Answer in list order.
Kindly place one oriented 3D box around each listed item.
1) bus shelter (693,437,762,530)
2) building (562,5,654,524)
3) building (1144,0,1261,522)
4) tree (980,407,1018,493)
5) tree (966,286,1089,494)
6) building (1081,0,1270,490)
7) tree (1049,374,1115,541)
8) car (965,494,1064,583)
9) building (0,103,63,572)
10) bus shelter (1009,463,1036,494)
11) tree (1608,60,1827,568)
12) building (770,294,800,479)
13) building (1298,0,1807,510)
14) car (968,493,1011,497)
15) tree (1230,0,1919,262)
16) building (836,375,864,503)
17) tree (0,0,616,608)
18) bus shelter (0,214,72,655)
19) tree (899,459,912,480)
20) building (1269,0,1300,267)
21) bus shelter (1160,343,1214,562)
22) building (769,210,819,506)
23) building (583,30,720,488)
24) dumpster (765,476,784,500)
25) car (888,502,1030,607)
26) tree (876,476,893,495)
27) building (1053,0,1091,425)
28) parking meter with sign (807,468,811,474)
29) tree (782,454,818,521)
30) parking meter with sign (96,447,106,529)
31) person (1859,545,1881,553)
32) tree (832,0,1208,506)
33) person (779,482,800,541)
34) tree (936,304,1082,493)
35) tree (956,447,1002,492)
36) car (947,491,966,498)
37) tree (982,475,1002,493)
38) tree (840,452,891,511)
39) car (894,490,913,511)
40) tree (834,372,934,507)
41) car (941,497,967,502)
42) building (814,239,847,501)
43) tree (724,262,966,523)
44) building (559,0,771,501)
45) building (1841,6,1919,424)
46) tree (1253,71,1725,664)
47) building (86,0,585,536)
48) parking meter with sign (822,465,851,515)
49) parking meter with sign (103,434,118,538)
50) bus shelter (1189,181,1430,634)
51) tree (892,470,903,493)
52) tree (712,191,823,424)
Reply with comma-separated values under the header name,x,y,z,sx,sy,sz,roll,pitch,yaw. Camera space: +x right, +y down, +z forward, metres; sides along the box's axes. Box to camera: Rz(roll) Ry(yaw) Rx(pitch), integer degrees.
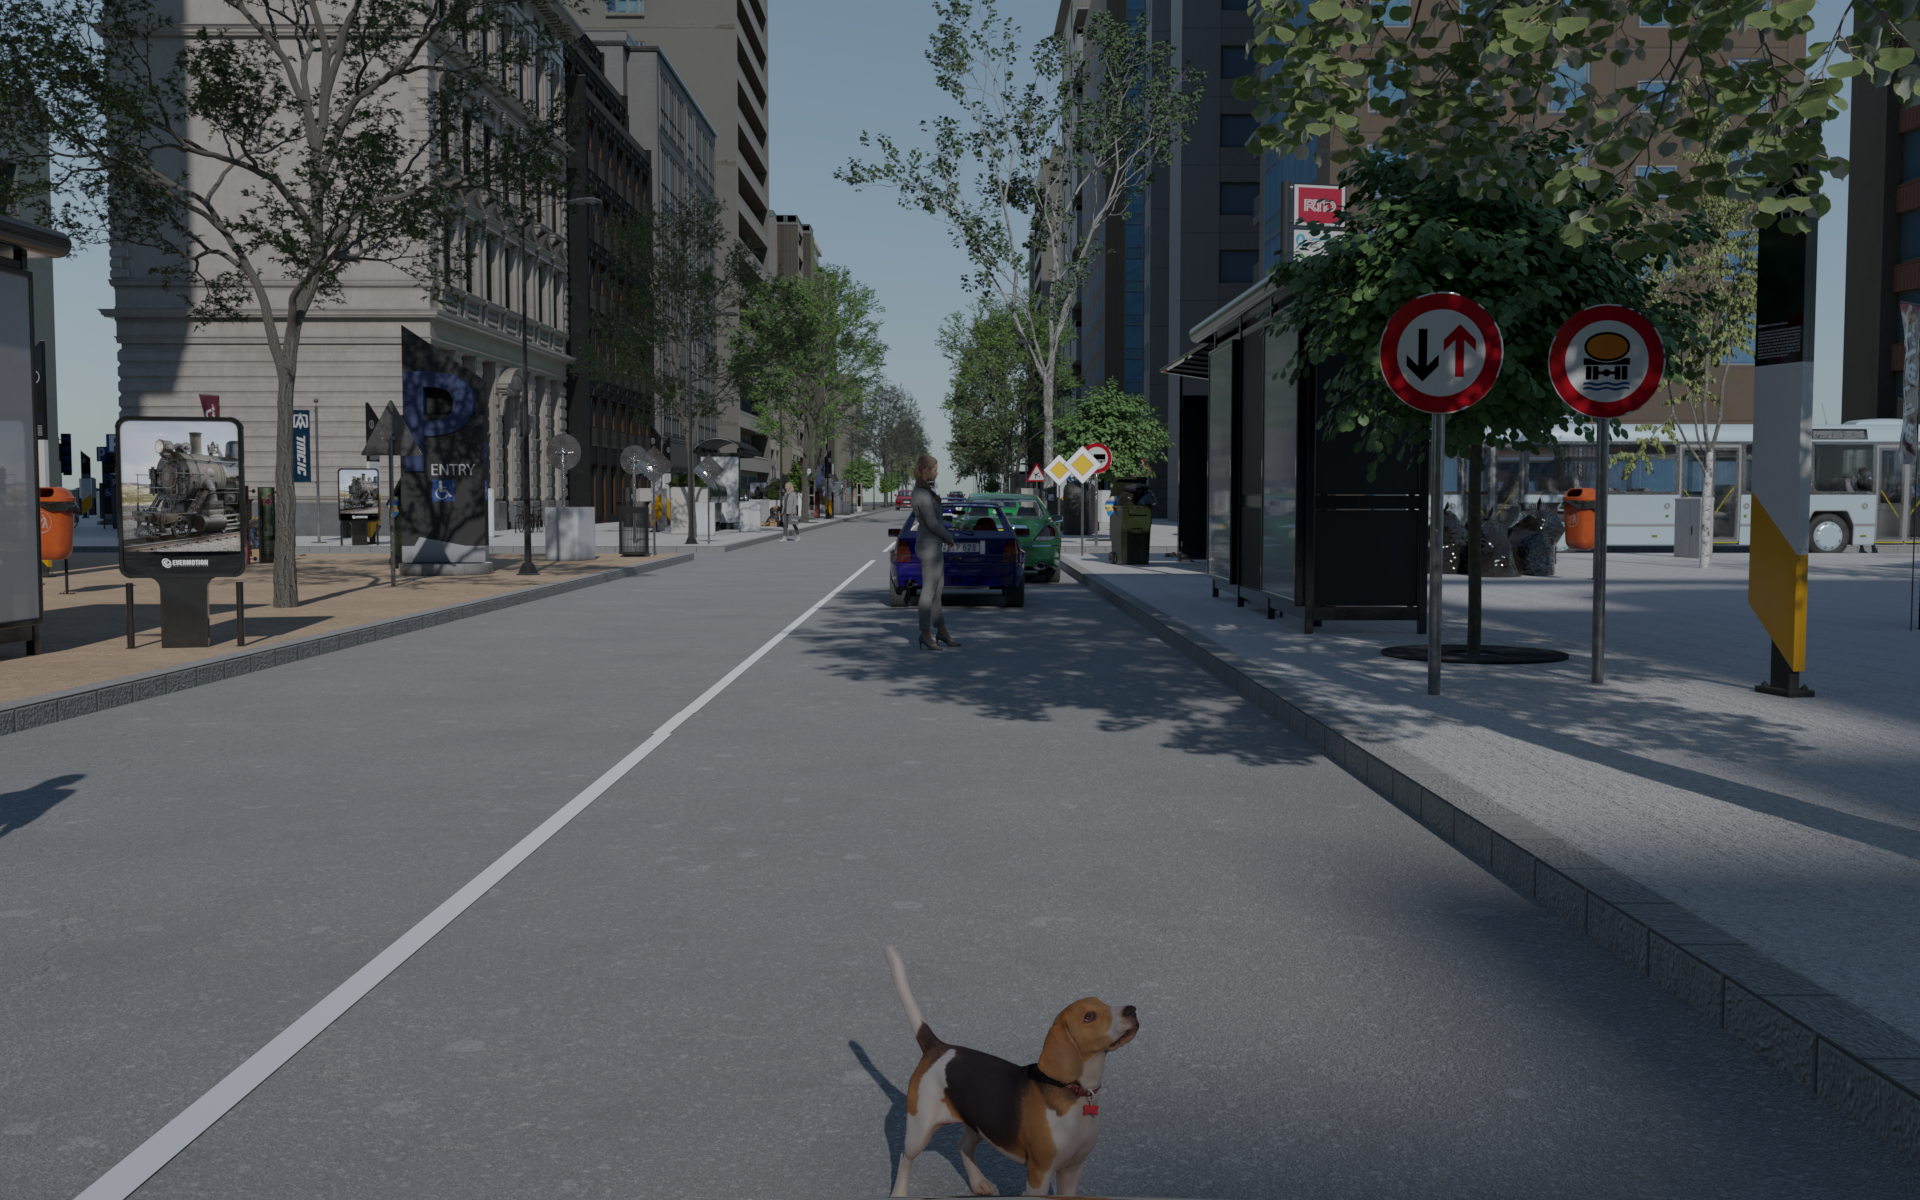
name,x,y,z,sx,sy,sz,roll,pitch,yaw
bus shelter,-8.698,-4.335,64.803,2.014,3.302,5.546,0,4,0
building,-21.675,-15.296,79.765,12.332,23.373,15.834,0,4,0
building,20.322,-33.553,90.590,21.231,58.520,28.212,0,4,0
tree,2.982,-11.300,135.114,4.360,8.622,3.978,0,3,0
tree,2.765,-9.920,87.944,9.928,11.665,9.643,0,3,0
building,18.072,-30.644,151.132,14.600,45.320,14.200,0,4,0
tree,4.227,-3.906,47.570,4.285,4.588,4.351,0,3,0
car,0.727,-1.078,29.429,2.131,1.459,4.920,0,4,0
building,-30.398,-42.955,14.993,31.000,86.520,22.319,0,4,0
bus shelter,4.159,-7.375,114.501,2.014,3.302,5.546,0,4,0
tree,12.876,-4.873,30.034,4.737,8.622,4.395,0,3,0
building,-29.565,-19.049,156.483,27.650,21.520,28.899,0,4,0
building,18.168,-24.955,58.129,14.200,45.320,14.600,0,4,0
car,0.864,-2.378,47.679,1.959,1.807,4.718,0,4,-1
tree,4.008,-5.313,4.992,7.486,12.596,7.792,0,3,0
building,-29.282,-25.575,263.185,27.650,21.520,28.899,0,4,0
tree,-7.671,-5.172,18.981,8.767,10.594,7.601,0,4,-1
bus shelter,-8.136,-1.944,9.418,2.179,5.291,8.768,0,4,0
tree,-8.389,-21.073,278.961,7.601,10.594,8.767,-2,4,-35
building,17.789,-29.777,136.958,14.600,45.320,14.200,0,4,0
bus shelter,4.643,-2.349,29.695,1.731,3.624,6.357,0,4,0
building,-22.466,-24.846,177.931,14.160,30.474,14.107,0,4,0
building,-22.470,-18.716,99.514,14.314,27.812,24.014,0,4,0
dumpster,-9.035,-5.203,87.570,1.502,2.255,1.985,0,4,0
car,-0.021,-0.655,23.290,1.945,1.354,3.894,0,4,1
tree,-7.398,-10.490,166.119,1.663,3.219,1.824,0,3,0
building,24.288,-35.693,172.823,28.713,52.752,27.495,0,4,0
parking meter with sign,-9.561,-7.422,117.616,1.738,3.016,0.543,-3,5,-43
tree,-7.904,-5.414,83.118,1.663,3.219,1.824,0,3,0
parking meter with sign,-31.045,-4.160,64.273,0.543,3.016,1.738,2,4,28
person,21.831,-2.005,41.460,0.526,1.800,0.537,2,4,24
tree,2.042,-12.781,64.866,12.611,20.169,13.585,0,3,0
person,-5.103,-2.683,52.544,0.728,1.800,0.709,-3,5,-45
tree,2.832,-11.480,104.708,9.611,12.733,9.660,0,3,0
tree,3.047,-17.429,219.369,7.601,10.594,8.767,3,4,39
car,-0.470,-12.093,206.389,2.281,1.827,5.304,0,3,0
tree,3.739,-12.967,206.603,1.663,3.219,1.824,0,3,0
tree,-7.682,-9.240,134.782,4.285,4.588,4.351,0,3,0
car,-4.614,-8.763,151.946,2.281,1.827,5.304,0,4,0
tree,-7.667,-16.178,174.885,12.009,13.543,11.850,0,3,0
car,-0.315,-2.620,55.420,1.945,1.354,3.894,0,3,0
building,-31.972,-33.289,236.158,32.217,40.220,23.993,0,4,0
tree,-6.742,-9.231,76.687,9.928,11.665,9.643,0,3,0
building,-26.014,-30.920,129.241,21.300,48.544,21.600,0,4,0
building,47.689,-24.929,62.216,28.867,44.769,22.147,0,4,0
tree,4.042,-1.833,13.681,4.285,4.588,4.351,0,3,0
building,-20.838,-14.217,61.325,11.050,23.489,19.941,0,4,0
parking meter with sign,-7.457,-6.652,105.015,1.738,3.016,0.543,2,4,27
parking meter with sign,-24.519,-3.351,51.042,0.543,3.016,1.738,0,4,-6
bus shelter,3.939,-2.590,19.977,2.179,5.291,8.768,0,4,0
tree,-8.651,-14.184,215.616,4.285,4.588,4.351,0,3,0
tree,-7.755,-7.128,50.960,8.767,10.594,7.601,1,4,15
